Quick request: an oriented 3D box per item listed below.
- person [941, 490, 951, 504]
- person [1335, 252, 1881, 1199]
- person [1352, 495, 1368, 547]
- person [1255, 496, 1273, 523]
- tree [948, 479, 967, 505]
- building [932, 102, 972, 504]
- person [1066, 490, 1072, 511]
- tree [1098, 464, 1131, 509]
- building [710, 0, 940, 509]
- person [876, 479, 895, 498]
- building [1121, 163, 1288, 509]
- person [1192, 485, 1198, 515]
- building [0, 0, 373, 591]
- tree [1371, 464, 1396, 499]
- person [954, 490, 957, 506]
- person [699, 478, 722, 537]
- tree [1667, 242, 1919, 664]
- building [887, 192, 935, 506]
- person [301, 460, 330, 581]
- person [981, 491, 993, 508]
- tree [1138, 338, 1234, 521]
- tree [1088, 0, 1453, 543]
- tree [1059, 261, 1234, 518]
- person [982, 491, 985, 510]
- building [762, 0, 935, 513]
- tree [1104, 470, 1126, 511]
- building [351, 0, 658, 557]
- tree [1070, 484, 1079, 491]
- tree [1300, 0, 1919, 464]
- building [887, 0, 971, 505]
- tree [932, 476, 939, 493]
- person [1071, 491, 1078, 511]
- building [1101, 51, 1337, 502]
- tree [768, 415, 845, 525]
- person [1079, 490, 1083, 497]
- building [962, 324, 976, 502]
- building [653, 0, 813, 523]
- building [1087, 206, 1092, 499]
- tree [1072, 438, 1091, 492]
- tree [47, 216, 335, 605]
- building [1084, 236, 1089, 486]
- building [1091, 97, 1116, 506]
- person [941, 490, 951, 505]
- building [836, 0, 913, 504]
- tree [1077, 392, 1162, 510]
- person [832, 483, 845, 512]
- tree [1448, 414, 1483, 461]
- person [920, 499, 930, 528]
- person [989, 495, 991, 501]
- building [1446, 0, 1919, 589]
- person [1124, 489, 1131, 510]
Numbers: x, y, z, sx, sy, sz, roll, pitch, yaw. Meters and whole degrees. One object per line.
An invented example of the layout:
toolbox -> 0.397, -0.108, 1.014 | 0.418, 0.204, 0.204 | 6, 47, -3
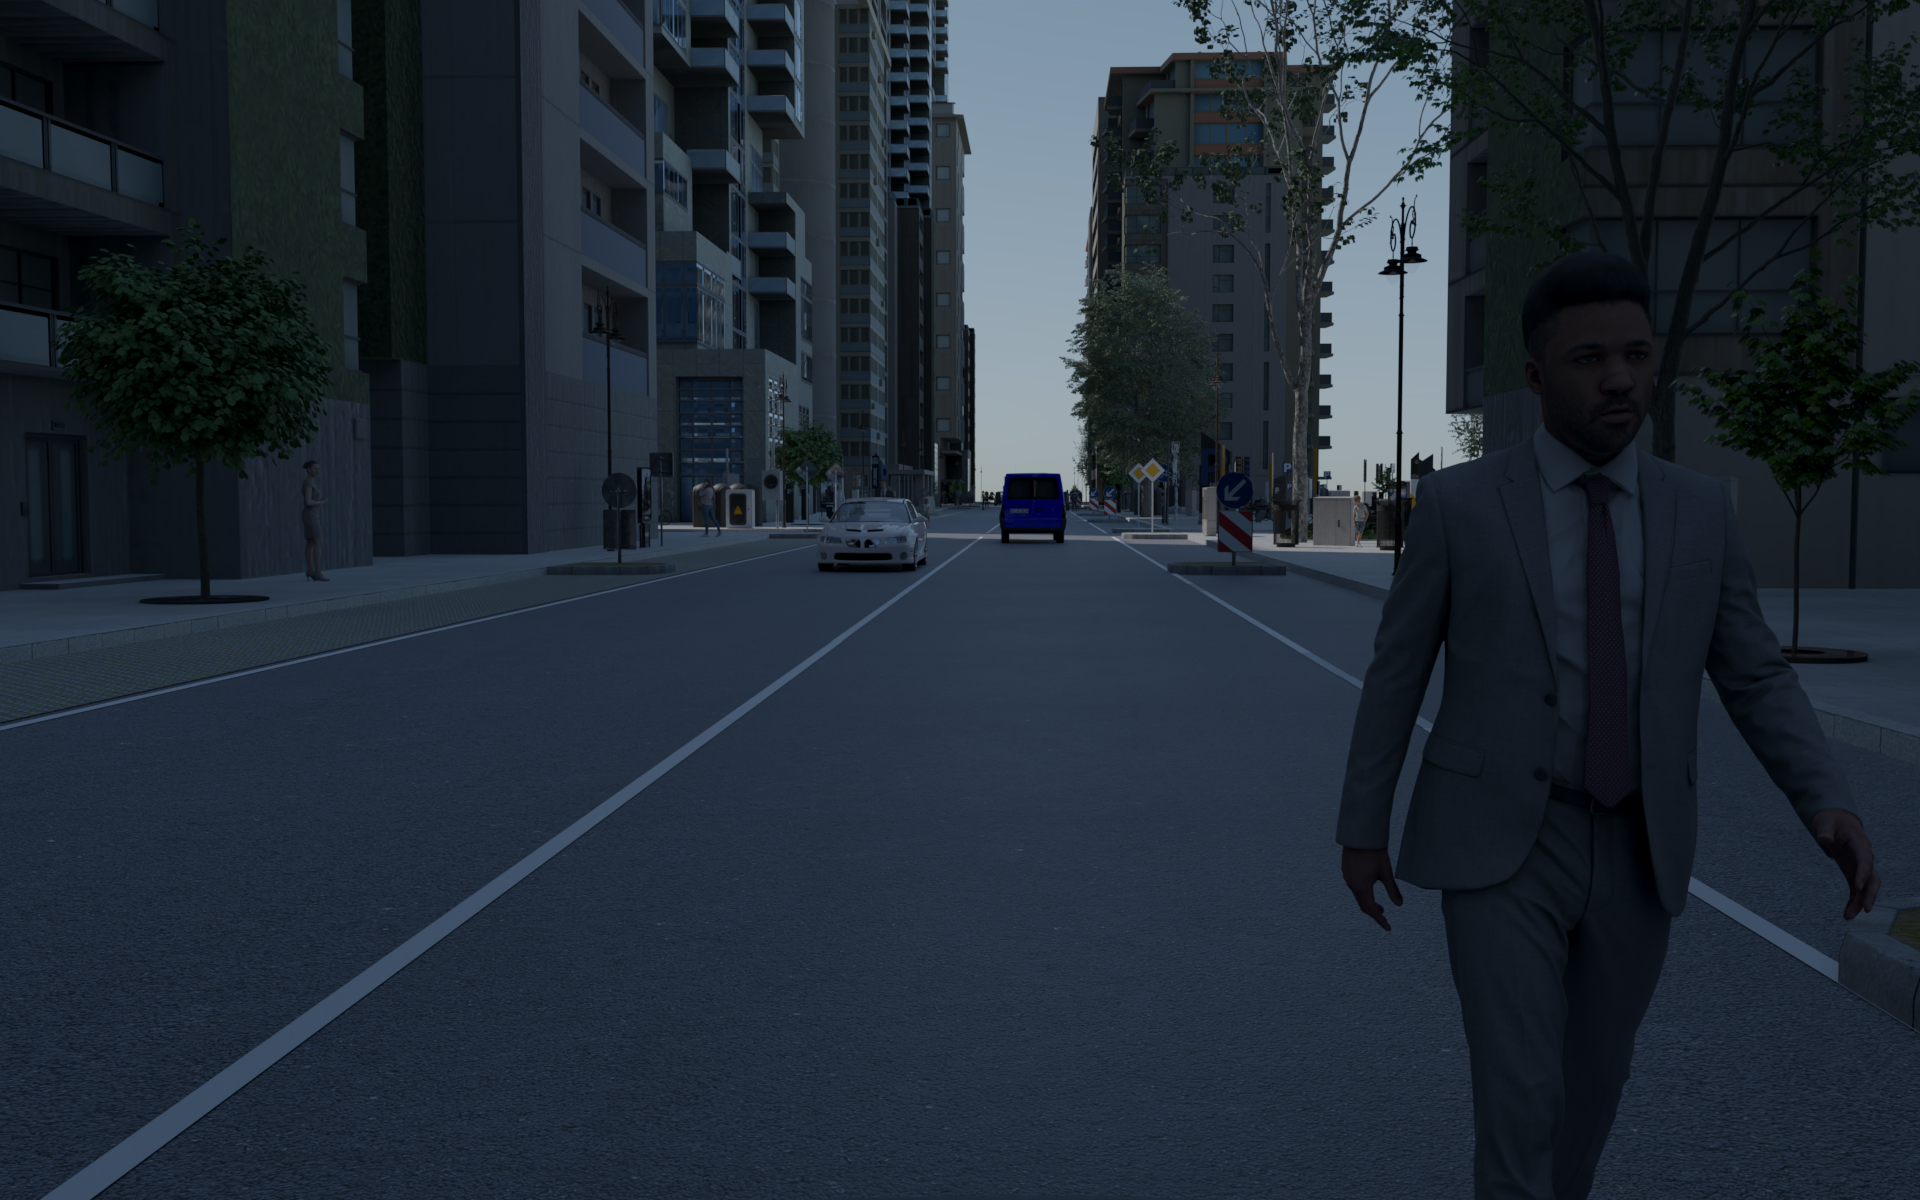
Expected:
person -> -1.740, -12.745, 214.436 | 1.348, 1.822, 0.705 | 0, 4, -6
person -> 0.953, 0.371, 2.708 | 0.678, 1.792, 0.850 | 0, 4, 1
person -> 9.663, -1.903, 41.840 | 0.352, 1.250, 0.332 | -1, 4, -23
person -> 13.928, -4.362, 77.583 | 1.509, 1.804, 0.699 | -1, 4, -14
tree -> -0.014, -13.543, 216.029 | 1.663, 3.219, 1.824 | 0, 3, 0
building -> -13.236, -39.668, 237.814 | 28.713, 52.752, 27.495 | 0, 4, 3
person -> 9.227, -8.592, 149.069 | 0.705, 1.814, 1.350 | 3, 5, 45
tree -> 13.306, -9.964, 146.617 | 4.285, 4.588, 4.351 | 0, 3, 0
building -> -13.022, -53.623, 189.414 | 22.319, 86.520, 31.000 | 0, 4, 3
person -> -2.077, -2.436, 48.100 | 0.659, 1.850, 0.755 | 1, 4, 14
building -> 21.455, -23.479, 155.589 | 14.160, 30.474, 14.107 | 0, 4, 3
person -> 14.463, -6.238, 107.947 | 0.836, 1.842, 0.656 | 1, 4, 15
building -> -17.875, -20.781, 23.357 | 14.154, 41.232, 14.086 | 0, 4, 3
tree -> 26.852, -7.046, 109.807 | 1.663, 3.219, 1.824 | 0, 3, 0
person -> -0.442, -11.387, 192.743 | 0.721, 1.766, 1.217 | 0, 4, 6
person -> -7.486, -2.775, 52.002 | 0.643, 1.750, 0.593 | 1, 4, 17
tree -> 6.628, -1.148, 13.375 | 1.663, 3.219, 1.824 | 0, 3, 0
building -> -9.895, -24.252, 168.222 | 14.160, 30.474, 14.107 | 0, 4, 3
person -> -9.535, -1.177, 25.621 | 0.374, 1.781, 0.599 | -2, 4, -23
person -> 2.695, -10.073, 173.902 | 1.217, 1.736, 0.721 | 0, 4, 4
tree -> 10.453, -8.048, 81.954 | 4.360, 8.622, 3.978 | 0, 3, 0
tree -> 9.839, -11.660, 46.522 | 12.611, 20.169, 13.585 | 0, 3, 0
tree -> 10.300, -11.494, 94.579 | 9.857, 13.997, 8.962 | 0, 3, 0
person -> 2.163, -8.953, 155.590 | 0.721, 1.736, 1.217 | 0, 4, -7
building -> -18.342, -26.631, 127.301 | 32.217, 40.220, 23.993 | 0, 4, 3
tree -> 11.815, -8.485, 133.329 | 1.663, 3.219, 1.824 | 0, 3, 0
building -> -22.856, -30.711, 44.118 | 28.212, 58.520, 21.231 | 0, 4, 3
tree -> 19.097, -18.072, 290.074 | 1.663, 3.219, 1.824 | 0, 3, 0
tree -> 7.530, -5.669, 18.446 | 9.928, 11.665, 9.643 | 0, 3, 0
building -> -9.275, -58.309, 266.029 | 22.319, 86.520, 31.000 | 0, 4, 3
tree -> -2.751, -9.408, 148.423 | 1.663, 3.219, 1.824 | 0, 3, 0
person -> 9.430, -8.161, 142.844 | 0.541, 1.710, 0.530 | 1, 4, 9
building -> 25.742, -31.914, 176.423 | 22.147, 44.769, 28.867 | 0, 4, 3
tree -> -6.358, -5.404, 72.062 | 4.285, 4.588, 4.351 | 0, 3, 0
person -> 17.505, -15.125, 252.969 | 1.348, 1.869, 0.705 | -3, 5, -44
building -> -4.680, -31.704, 290.062 | 14.160, 30.474, 14.107 | 0, 4, 3
building -> -19.053, -47.571, 90.451 | 22.319, 86.520, 31.000 | 0, 4, 3
building -> 26.362, -37.394, 261.504 | 14.600, 45.320, 14.200 | 0, 4, 3
tree -> 16.253, -16.624, 222.171 | 4.737, 8.622, 4.395 | 0, 3, 0
tree -> -9.083, -2.264, 20.726 | 4.285, 4.588, 4.351 | 0, 3, 0
building -> 31.460, -38.421, 282.800 | 22.147, 44.769, 28.867 | 0, 4, 3
building -> 26.368, -35.381, 202.174 | 21.300, 48.544, 21.600 | 0, 4, 3
person -> -1.793, -12.444, 209.518 | 1.348, 1.821, 0.705 | 0, 4, 3
building -> -14.648, -43.492, 149.343 | 20.563, 71.187, 20.611 | 0, 4, 3
tree -> 13.317, -12.568, 139.900 | 8.767, 10.594, 7.601 | 1, 4, 14
person -> -5.619, -4.573, 81.157 | 0.694, 1.780, 0.624 | 1, 4, 17
tree -> 31.648, -9.519, 105.994 | 4.737, 8.622, 4.395 | 0, 3, 0
person -> -1.475, -3.682, 73.717 | 0.505, 1.210, 0.382 | 1, 4, 20
person -> 4.827, -16.307, 278.358 | 0.421, 1.427, 0.697 | -2, 4, -25
building -> 15.747, -21.123, 28.951 | 14.154, 41.232, 14.086 | 0, 4, 3
person -> 13.634, -8.232, 141.442 | 0.742, 1.727, 0.445 | 2, 4, 26
